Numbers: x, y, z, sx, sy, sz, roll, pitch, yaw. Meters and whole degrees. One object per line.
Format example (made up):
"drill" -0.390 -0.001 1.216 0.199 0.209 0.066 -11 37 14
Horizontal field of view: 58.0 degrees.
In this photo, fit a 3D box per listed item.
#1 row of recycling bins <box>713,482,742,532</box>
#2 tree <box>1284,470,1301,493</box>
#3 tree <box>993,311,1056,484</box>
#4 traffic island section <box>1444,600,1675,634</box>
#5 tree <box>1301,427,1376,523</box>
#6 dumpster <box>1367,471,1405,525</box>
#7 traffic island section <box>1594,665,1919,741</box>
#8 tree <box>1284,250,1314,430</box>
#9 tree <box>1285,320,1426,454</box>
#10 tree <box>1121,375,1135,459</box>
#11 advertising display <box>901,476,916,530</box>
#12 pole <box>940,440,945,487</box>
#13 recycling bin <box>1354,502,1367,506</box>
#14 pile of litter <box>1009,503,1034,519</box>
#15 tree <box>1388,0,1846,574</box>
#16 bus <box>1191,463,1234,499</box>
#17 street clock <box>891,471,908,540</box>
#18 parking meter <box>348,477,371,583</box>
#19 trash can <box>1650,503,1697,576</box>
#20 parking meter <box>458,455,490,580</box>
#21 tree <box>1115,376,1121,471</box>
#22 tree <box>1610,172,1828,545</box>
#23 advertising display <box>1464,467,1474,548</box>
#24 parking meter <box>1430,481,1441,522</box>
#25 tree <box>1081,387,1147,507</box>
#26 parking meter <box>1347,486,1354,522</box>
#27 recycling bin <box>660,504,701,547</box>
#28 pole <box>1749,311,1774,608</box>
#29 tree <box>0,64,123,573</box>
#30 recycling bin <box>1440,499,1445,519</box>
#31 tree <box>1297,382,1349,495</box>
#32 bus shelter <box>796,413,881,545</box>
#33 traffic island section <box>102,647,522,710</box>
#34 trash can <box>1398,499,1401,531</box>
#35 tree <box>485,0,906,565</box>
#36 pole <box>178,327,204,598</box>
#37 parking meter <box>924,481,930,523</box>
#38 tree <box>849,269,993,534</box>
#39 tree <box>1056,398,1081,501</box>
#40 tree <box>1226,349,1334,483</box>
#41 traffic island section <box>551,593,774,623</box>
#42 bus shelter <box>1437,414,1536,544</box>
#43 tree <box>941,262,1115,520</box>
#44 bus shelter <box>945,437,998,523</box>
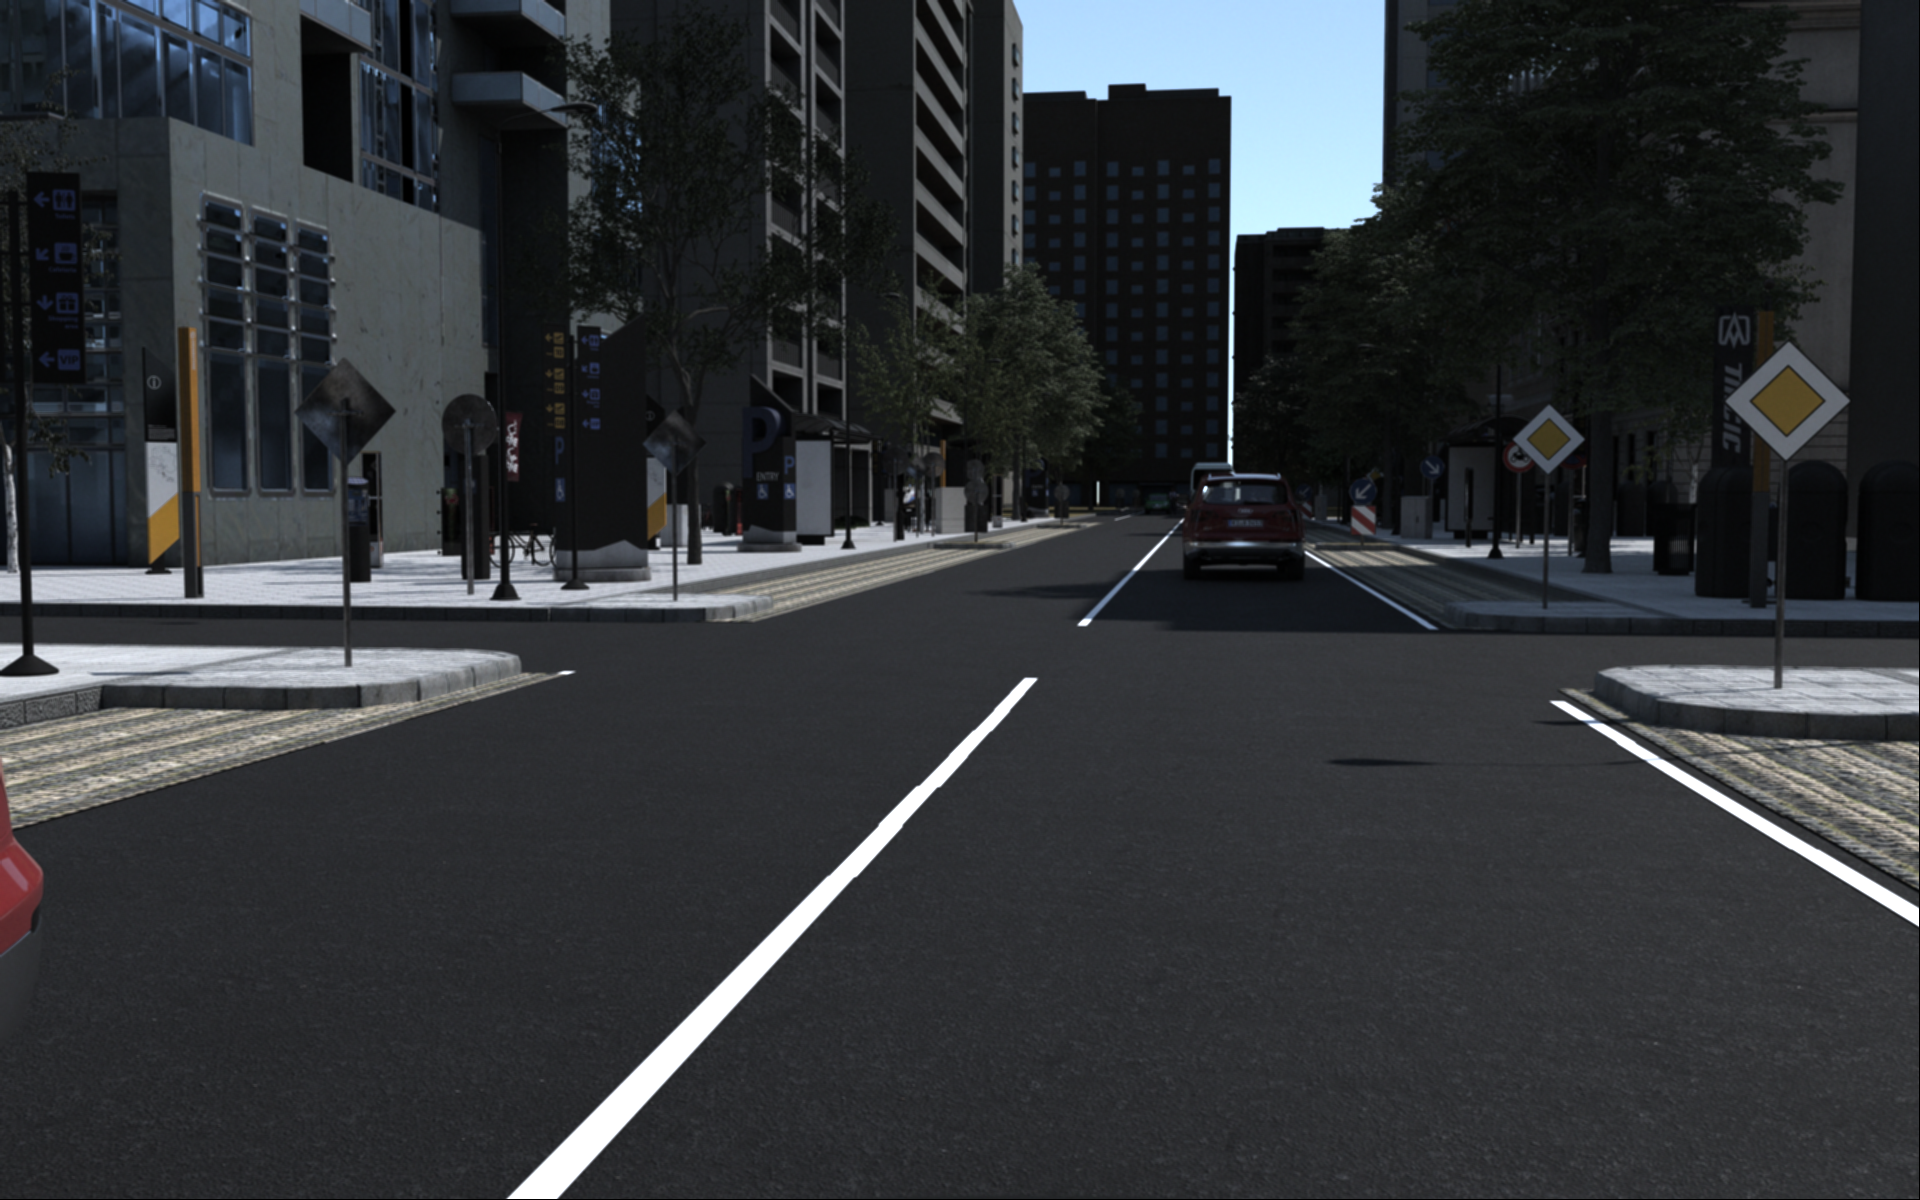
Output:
"row of recycling bins" -6.726 -3.082 57.500 3.534 1.692 1.069 2 4 29
"tree" 26.484 -8.789 138.298 1.663 3.219 1.824 0 3 0
"tree" 1.084 -7.240 68.741 4.737 8.622 4.395 0 3 0
"traffic island section" 6.553 0.179 19.350 2.009 0.180 2.903 0 4 8
"tree" 16.752 -5.695 76.830 4.285 4.588 4.351 0 3 0
"dumpster" 17.091 -4.119 69.836 1.502 2.255 1.985 0 4 8
"traffic island section" 5.422 0.663 11.445 2.009 0.180 2.903 0 4 8
"tree" 15.530 -8.855 62.908 7.486 12.596 7.792 0 3 0
"tree" 19.363 -9.185 84.594 7.601 10.594 8.767 1 4 16
"tree" 10.346 -13.443 137.914 7.486 12.596 7.792 0 3 0
"advertising display" -1.842 -3.423 61.176 0.123 1.923 0.974 2 4 27
"pole" -0.653 -4.377 65.414 0.158 3.312 0.155 0 3 0
"recycling bin" 18.955 -4.268 82.333 0.722 1.027 0.722 -1 4 -15
"pile of litter" 3.210 -4.729 91.290 1.719 0.858 1.176 -1 4 -12
"tree" 10.319 -6.736 28.257 7.486 12.596 7.792 0 3 0
"bus" 15.996 -6.967 108.774 2.948 3.499 13.247 1 4 9
"street clock" -1.685 -2.673 48.278 0.358 2.002 0.471 3 5 42
"parking meter" -8.784 -1.027 25.205 0.372 1.533 0.369 0 3 0
"trash can" 11.298 -0.962 27.390 0.748 1.137 0.748 0 3 0
"parking meter" -7.288 -1.240 25.990 0.399 1.863 0.255 1 4 18
"tree" 4.951 -11.072 99.159 7.486 12.596 7.792 0 3 0
"tree" 17.270 -5.424 39.042 4.737 8.622 4.395 0 3 0
"advertising display" 12.284 -2.239 41.820 0.123 1.923 0.974 1 4 12
"parking meter" 21.794 -4.507 79.401 0.399 1.863 0.255 -1 4 -22
"tree" 14.115 -14.726 166.523 9.928 11.665 9.643 0 3 0
"parking meter" 18.003 -4.547 80.057 0.399 1.863 0.255 0 4 5
"recycling bin" -6.784 -1.802 42.022 0.722 1.027 0.722 2 4 35
"pole" 8.998 -1.566 19.440 0.158 3.312 0.155 0 3 0
"tree" -15.383 -4.726 27.629 4.360 8.622 3.978 0 3 0
"recycling bin" 24.871 -4.624 88.161 0.722 1.027 0.722 -1 4 -16
"tree" 22.248 -9.516 105.944 4.360 8.622 3.978 0 3 0
"bus shelter" -3.588 -3.185 45.991 2.014 3.302 5.546 0 4 8
"traffic island section" -4.567 0.575 12.873 2.009 0.180 2.903 0 4 8
"trash can" 14.234 -2.661 55.166 0.748 1.137 0.748 0 3 0
"tree" -4.713 -5.944 31.590 8.767 10.594 7.601 1 4 17
"pole" -9.460 -1.679 21.297 0.158 3.312 0.155 0 3 0
"parking meter" -1.517 -4.339 76.647 0.255 1.863 0.399 1 4 19
"tree" -1.458 -6.460 55.976 4.737 8.622 4.395 0 3 0
"tree" 6.210 -9.775 110.187 4.737 8.622 4.395 0 3 0
"tree" 28.476 -15.081 153.231 9.857 13.997 8.962 0 3 0
"traffic island section" -3.436 0.092 20.778 2.009 0.180 2.903 0 4 8
"bus shelter" 14.276 -3.232 46.765 2.014 3.302 5.546 0 4 8
"tree" 2.755 -10.180 84.572 7.486 12.596 7.792 0 3 0
"bus shelter" 0.479 -5.117 74.947 1.731 3.624 6.357 1 4 8
